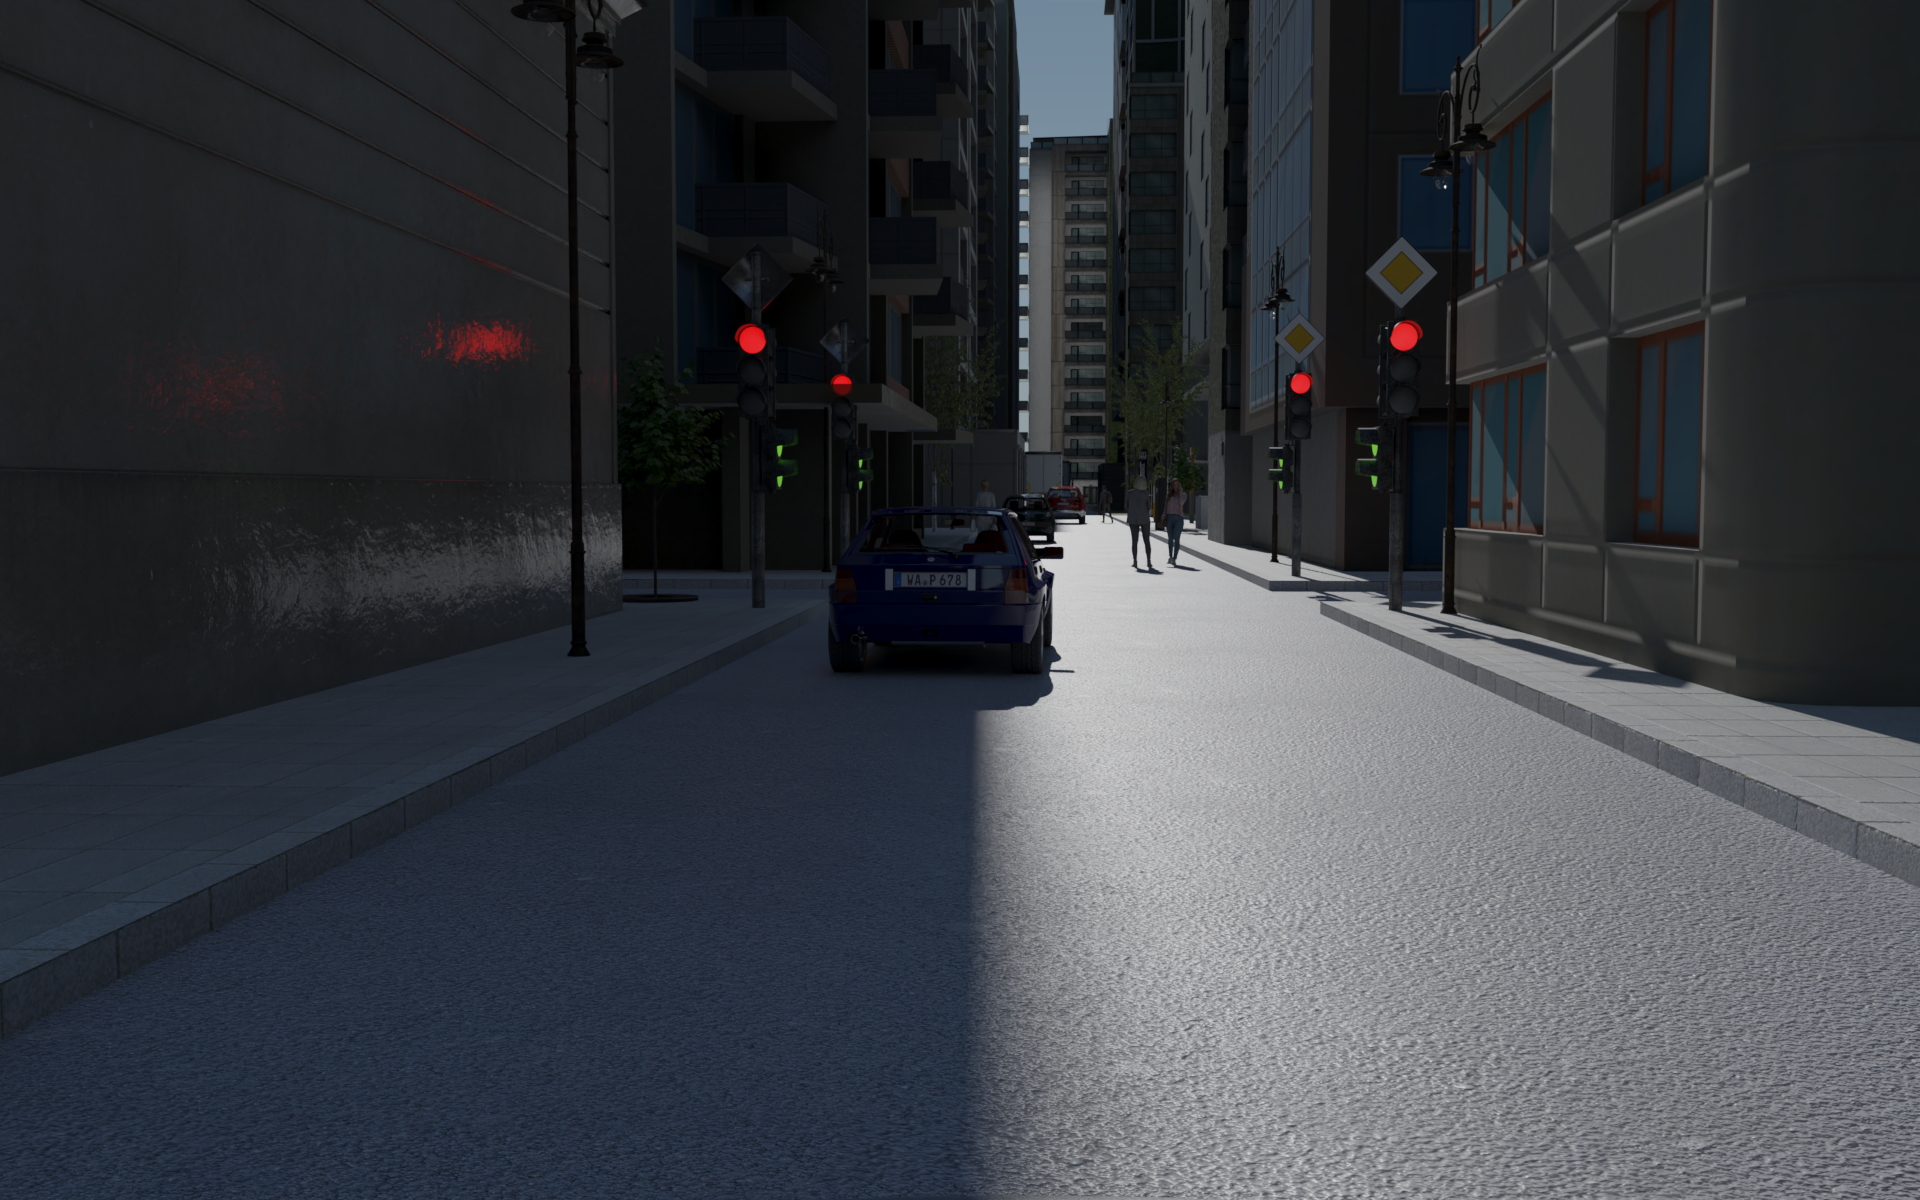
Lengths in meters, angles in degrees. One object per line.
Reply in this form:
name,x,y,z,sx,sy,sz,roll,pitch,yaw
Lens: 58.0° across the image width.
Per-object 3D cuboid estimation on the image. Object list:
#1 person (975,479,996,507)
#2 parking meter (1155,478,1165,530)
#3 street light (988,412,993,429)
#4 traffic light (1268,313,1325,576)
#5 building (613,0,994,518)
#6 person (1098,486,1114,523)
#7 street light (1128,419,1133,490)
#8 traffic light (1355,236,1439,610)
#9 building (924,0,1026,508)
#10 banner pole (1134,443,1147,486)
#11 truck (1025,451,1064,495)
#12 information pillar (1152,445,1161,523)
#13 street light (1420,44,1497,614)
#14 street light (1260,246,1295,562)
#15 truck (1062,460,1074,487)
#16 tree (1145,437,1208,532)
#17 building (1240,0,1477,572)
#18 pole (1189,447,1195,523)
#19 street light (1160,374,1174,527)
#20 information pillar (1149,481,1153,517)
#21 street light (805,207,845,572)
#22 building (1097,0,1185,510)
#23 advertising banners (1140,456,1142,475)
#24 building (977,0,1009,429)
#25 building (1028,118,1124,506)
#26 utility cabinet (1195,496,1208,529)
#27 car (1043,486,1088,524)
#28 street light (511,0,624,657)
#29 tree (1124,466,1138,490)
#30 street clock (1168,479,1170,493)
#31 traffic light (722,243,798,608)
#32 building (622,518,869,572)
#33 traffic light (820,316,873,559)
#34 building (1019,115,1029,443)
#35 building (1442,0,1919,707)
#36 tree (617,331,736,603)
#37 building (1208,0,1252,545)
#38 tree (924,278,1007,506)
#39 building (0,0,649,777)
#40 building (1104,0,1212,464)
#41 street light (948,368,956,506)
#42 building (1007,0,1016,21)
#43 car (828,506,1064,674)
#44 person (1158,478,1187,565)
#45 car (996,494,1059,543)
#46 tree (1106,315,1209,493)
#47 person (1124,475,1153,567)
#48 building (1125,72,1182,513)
person,0.565,-1.996,41.494,0.694,1.780,0.624,0,4,7
parking meter,7.084,-3.403,61.354,0.255,1.863,0.399,-1,4,-17
street light,1.721,-7.611,97.227,0.468,5.910,1.993,0,4,3
traffic light,5.245,-2.330,27.010,0.839,4.253,0.868,0,4,3
building,-9.026,-28.278,116.964,22.147,44.769,28.867,0,4,3
person,7.213,-4.722,85.665,0.622,1.834,0.822,-2,4,-26
street light,9.912,-7.862,101.326,0.468,5.910,1.993,0,4,3
traffic light,4.796,-1.842,19.037,0.839,4.253,0.868,0,4,3
building,-7.443,-38.888,74.071,20.563,71.187,20.611,0,4,3
banner pole,8.812,-5.809,84.990,0.863,3.779,0.401,2,4,28
truck,5.740,-7.955,118.980,2.839,4.237,11.283,0,4,3
information pillar,8.800,-5.267,77.466,0.183,3.616,0.504,3,5,42
street light,5.252,-2.792,18.431,0.468,5.910,1.993,0,4,3
street light,5.931,-3.651,32.488,0.468,5.910,1.993,0,4,3
truck,8.319,-9.847,149.912,2.839,4.237,11.283,0,4,5
tree,7.563,-3.933,58.900,1.663,3.219,1.824,0,3,0
building,13.409,-23.444,33.421,14.200,45.320,14.600,0,4,3
pole,10.125,-5.001,75.605,0.158,3.312,0.155,0,3,0
street light,7.970,-5.756,66.897,0.468,5.910,1.993,0,4,3
information pillar,10.628,-5.566,95.495,0.304,2.012,0.304,-1,4,-19
street light,-2.188,-3.393,28.269,0.468,5.910,1.993,0,4,3
building,21.597,-42.792,137.905,20.563,71.187,20.611,0,4,3
advertising banners,8.252,-5.026,78.365,0.090,3.025,2.074,0,4,1
building,-3.346,-27.839,138.766,14.154,41.232,14.086,0,4,3
building,14.582,-31.086,191.846,14.086,41.232,14.154,0,4,3
utility cabinet,9.215,-3.259,64.442,1.020,1.237,0.306,-2,4,-35
car,5.136,-4.664,84.937,2.281,1.827,5.304,0,4,5
street light,-3.023,-2.493,13.555,0.468,5.910,1.993,0,4,3
tree,11.831,-7.372,115.128,1.663,3.219,1.824,0,3,0
street clock,9.777,-4.688,81.224,0.471,2.002,0.358,3,5,42
traffic light,-2.255,-1.865,19.417,0.839,4.253,0.868,0,4,3
building,-11.090,-23.619,40.802,22.147,44.769,28.867,0,4,3
traffic light,-1.806,-2.353,27.389,0.839,4.253,0.868,0,4,3
building,-7.399,-35.337,197.367,30.456,49.044,23.786,0,4,3
building,18.396,-9.697,3.585,27.650,21.520,28.899,0,4,3
tree,-3.650,-1.594,20.663,1.663,3.219,1.824,0,3,0
building,14.063,-16.977,49.270,14.160,30.474,14.107,0,4,3
tree,-0.628,-6.599,58.252,4.737,8.622,4.395,0,3,0
building,-18.333,-10.927,11.937,30.059,22.955,16.112,0,4,3
building,28.117,-35.040,162.148,28.713,52.752,27.495,0,4,3
street light,-0.277,-5.492,62.575,0.468,5.910,1.993,0,4,3
building,-2.090,-30.740,152.710,14.600,45.320,14.200,0,4,3
car,-0.074,-0.161,15.211,1.945,1.354,3.894,0,4,5
person,4.364,-1.607,35.360,0.593,1.750,0.643,2,4,27
car,2.011,-2.618,52.585,2.009,1.686,4.222,0,4,2
tree,8.225,-7.365,70.782,4.737,8.622,4.395,0,3,0
person,3.511,-1.554,34.094,0.537,1.800,0.526,1,4,21
building,18.646,-21.423,121.959,14.160,30.474,14.107,0,4,3
